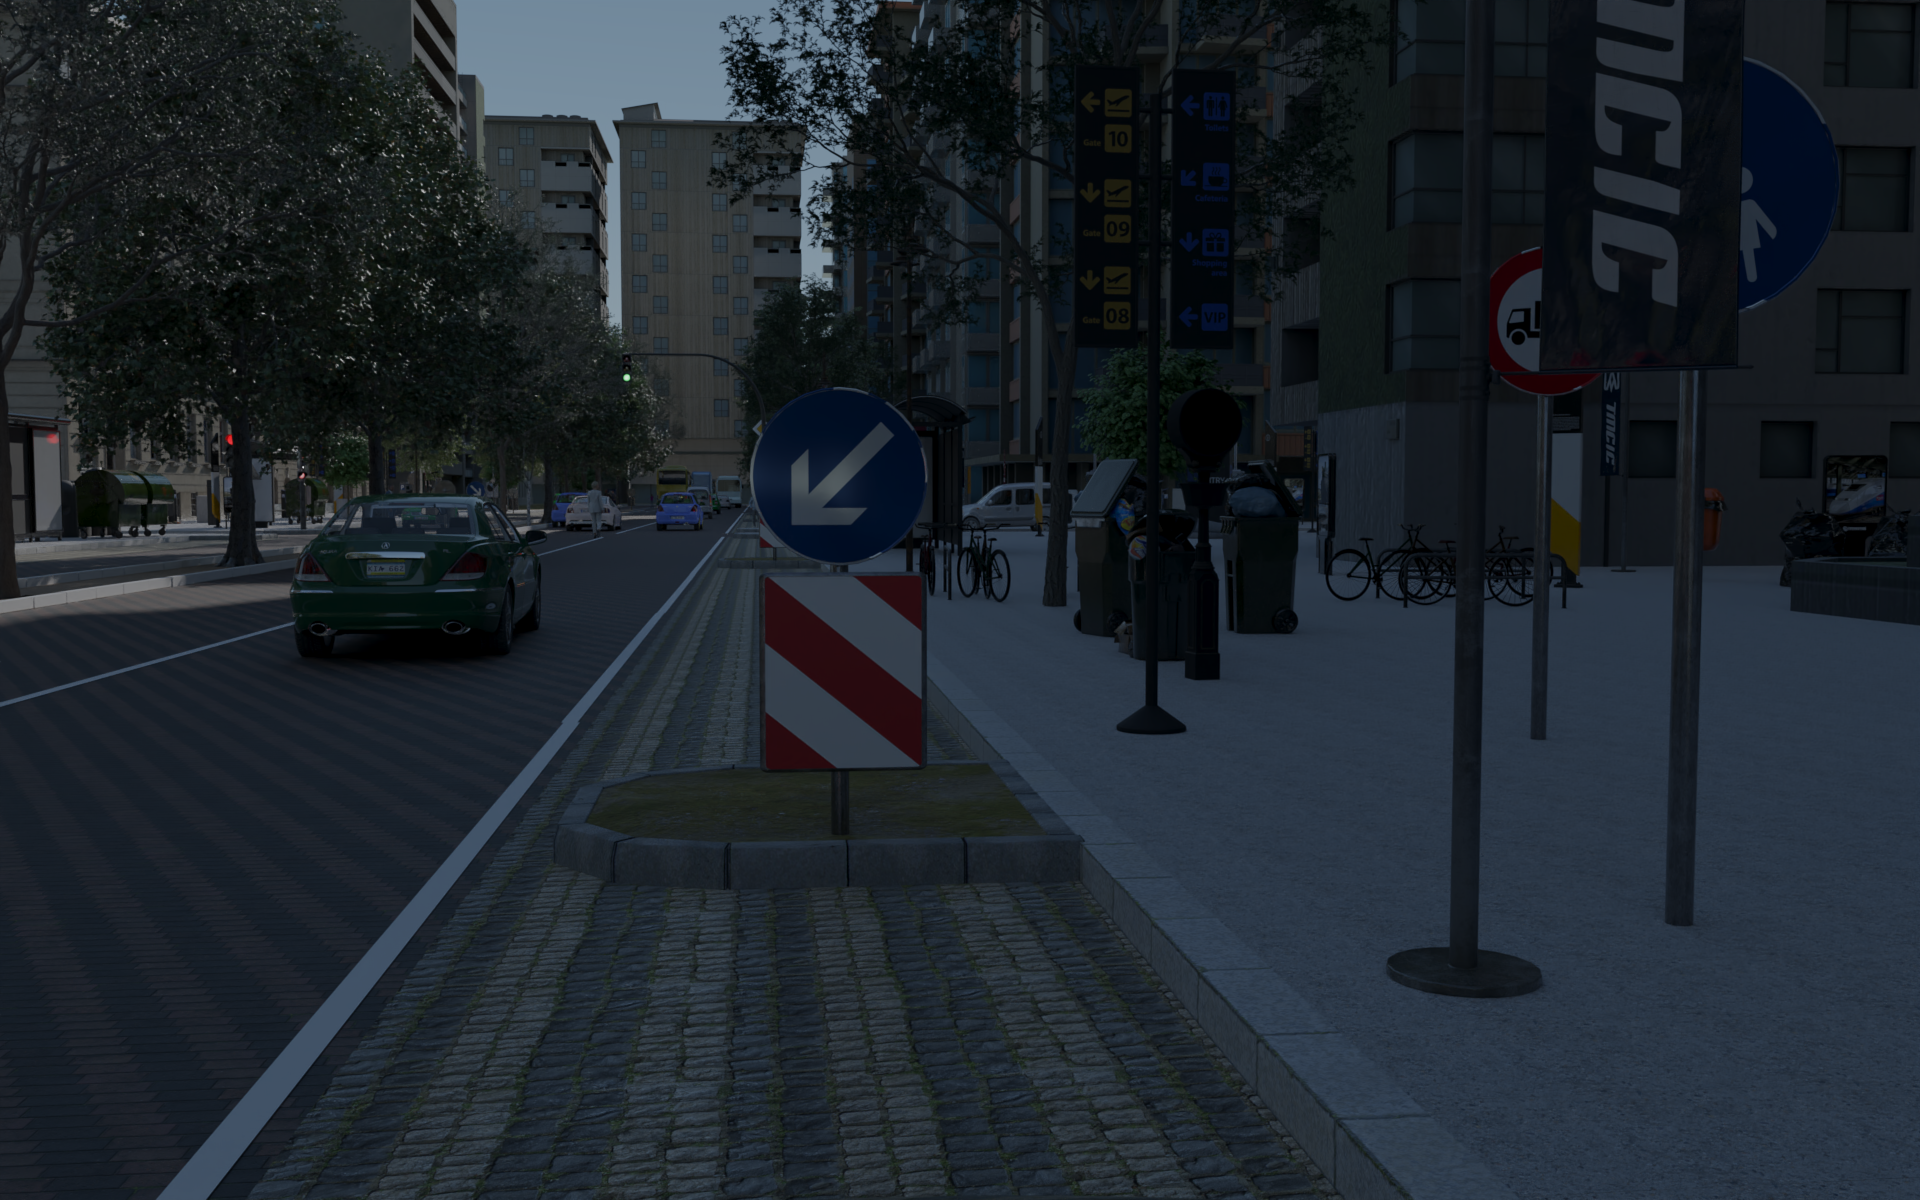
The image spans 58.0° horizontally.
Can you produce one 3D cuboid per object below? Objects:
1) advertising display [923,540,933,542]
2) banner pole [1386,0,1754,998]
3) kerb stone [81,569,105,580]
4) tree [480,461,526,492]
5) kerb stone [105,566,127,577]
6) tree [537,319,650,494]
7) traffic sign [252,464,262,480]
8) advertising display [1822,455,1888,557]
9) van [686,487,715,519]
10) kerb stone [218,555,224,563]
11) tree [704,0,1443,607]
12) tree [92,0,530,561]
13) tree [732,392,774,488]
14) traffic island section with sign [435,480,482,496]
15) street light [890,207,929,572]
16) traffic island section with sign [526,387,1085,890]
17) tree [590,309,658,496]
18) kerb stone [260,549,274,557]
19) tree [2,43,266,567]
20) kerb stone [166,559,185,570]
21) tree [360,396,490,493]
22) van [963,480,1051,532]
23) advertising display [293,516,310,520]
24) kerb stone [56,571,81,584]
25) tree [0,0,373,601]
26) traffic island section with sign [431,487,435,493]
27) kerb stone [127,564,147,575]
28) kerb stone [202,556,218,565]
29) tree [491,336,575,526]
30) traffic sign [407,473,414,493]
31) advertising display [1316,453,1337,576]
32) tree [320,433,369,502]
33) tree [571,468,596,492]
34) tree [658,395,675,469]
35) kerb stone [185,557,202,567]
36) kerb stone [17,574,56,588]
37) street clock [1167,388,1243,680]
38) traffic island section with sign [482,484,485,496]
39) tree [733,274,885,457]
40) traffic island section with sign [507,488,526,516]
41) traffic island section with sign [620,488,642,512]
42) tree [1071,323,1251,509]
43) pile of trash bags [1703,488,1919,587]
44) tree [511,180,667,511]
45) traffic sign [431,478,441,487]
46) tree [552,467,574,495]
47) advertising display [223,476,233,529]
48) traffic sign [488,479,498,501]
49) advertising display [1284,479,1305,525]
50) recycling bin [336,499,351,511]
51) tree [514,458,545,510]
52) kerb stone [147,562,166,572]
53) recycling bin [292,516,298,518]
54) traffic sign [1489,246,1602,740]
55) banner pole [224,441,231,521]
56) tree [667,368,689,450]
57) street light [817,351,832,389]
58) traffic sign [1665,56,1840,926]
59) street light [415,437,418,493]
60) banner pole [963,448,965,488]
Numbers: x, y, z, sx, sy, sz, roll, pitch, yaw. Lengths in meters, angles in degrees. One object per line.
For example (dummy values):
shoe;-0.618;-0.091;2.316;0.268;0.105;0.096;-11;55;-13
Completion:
advertising display;-0.866;-2.493;45.979;0.123;1.923;0.974;-2;4;-33
banner pole;1.546;-0.879;4.389;0.863;3.779;0.401;2;4;25
kerb stone;-14.587;-0.412;28.938;0.120;0.150;1.000;0;4;-7
tree;-33.944;-8.849;128.397;4.285;4.588;4.351;0;3;0
kerb stone;-14.705;-0.472;29.954;0.120;0.150;1.000;0;4;-7
tree;-21.997;-10.595;101.447;9.928;11.665;9.643;0;3;0
traffic sign;-26.543;-3.957;64.706;0.884;2.594;0.081;0;4;-6
advertising display;14.759;-1.430;28.598;0.974;1.923;0.123;0;4;8
van;-15.346;-5.779;101.499;2.013;2.044;4.112;-1;4;-9
kerb stone;-15.418;-0.845;36.077;0.120;0.150;1.000;0;4;-7
tree;1.013;-5.185;19.188;8.767;10.594;7.601;1;4;8
tree;-14.906;-7.617;43.998;9.611;12.733;9.660;0;3;0
tree;-20.906;-17.620;205.099;9.611;12.733;9.660;0;3;0
traffic island section with sign;-16.620;-2.899;55.539;2.006;1.907;1.989;0;4;-7
street light;-0.763;-3.257;26.037;0.468;5.910;1.993;0;4;-7
traffic island section with sign;-0.636;0.088;7.196;1.989;1.847;2.006;0;4;-7
tree;-19.975;-10.055;83.857;9.611;12.733;9.660;0;3;0
kerb stone;-15.771;-1.036;39.134;0.120;0.150;1.000;0;4;-7
tree;-14.158;-7.001;33.936;9.611;12.733;9.660;0;3;0
kerb stone;-15.056;-0.656;33.013;0.120;0.150;1.000;0;4;-7
tree;-31.393;-11.108;99.749;7.486;12.596;7.792;0;3;0
van;1.591;-3.370;62.108;4.112;2.044;2.013;0;4;-6
advertising display;-32.551;-4.915;85.577;0.974;1.923;0.123;1;4;14
kerb stone;-14.476;-0.350;27.922;0.120;0.150;1.000;0;4;-7
tree;-12.974;-6.744;23.086;12.009;13.543;11.850;0;3;0
traffic island section with sign;-26.238;-4.793;86.998;1.989;1.847;2.006;0;4;-7
kerb stone;-14.820;-0.535;30.977;0.120;0.150;1.000;0;4;-7
kerb stone;-15.294;-0.786;35.051;0.120;0.150;1.000;0;4;-7
tree;-19.167;-7.583;76.808;4.360;8.622;3.978;0;3;0
traffic sign;-32.853;-6.367;104.201;0.768;2.556;0.104;0;4;-4
advertising display;5.845;-1.373;27.659;0.123;1.923;0.974;0;4;1
tree;-28.811;-5.963;81.209;4.285;4.588;4.351;0;3;0
tree;-39.675;-12.153;182.411;4.285;4.588;4.351;0;3;0
tree;-23.280;-11.726;111.183;9.611;12.733;9.660;0;3;0
kerb stone;-15.175;-0.724;34.036;0.120;0.150;1.000;0;4;-7
kerb stone;-14.350;-0.284;26.908;0.120;0.150;1.000;0;4;-7
street clock;1.683;-0.453;11.971;0.471;2.002;0.358;-1;4;-16
traffic island section with sign;-17.465;-3.349;62.898;2.006;1.907;1.989;0;4;-7
tree;-8.298;-11.834;100.133;9.857;13.997;8.962;0;3;0
traffic island section with sign;-29.345;-6.431;113.778;1.989;1.847;2.006;0;4;-7
traffic island section with sign;-26.144;-7.914;137.536;2.006;1.907;1.989;0;4;-7
tree;3.853;-3.032;33.294;4.285;4.588;4.351;0;3;0
pile of trash bags;11.924;-0.900;24.465;3.447;1.369;1.912;3;5;42
tree;-17.897;-9.461;67.511;12.009;13.543;11.850;0;3;0
traffic sign;-32.800;-6.507;108.511;0.606;2.300;0.079;0;4;-3
tree;-36.758;-12.671;157.537;4.737;8.622;4.395;0;3;0
advertising display;-26.548;-3.572;63.620;0.974;1.923;0.123;0;4;-1
traffic sign;-32.596;-7.333;121.075;0.795;2.450;0.064;0;4;1
advertising display;14.014;-4.125;72.650;0.974;1.923;0.123;3;5;45
recycling bin;-32.172;-4.777;90.652;0.722;1.027;0.722;0;4;-2
tree;-34.734;-13.373;136.775;7.486;12.596;7.792;0;3;0
kerb stone;-14.945;-0.594;31.992;0.120;0.150;1.000;0;4;-7
recycling bin;-36.173;-4.990;94.147;0.722;1.027;0.722;3;4;36
traffic sign;3.029;-0.544;8.993;0.768;2.556;0.104;0;3;0
banner pole;-34.773;-5.656;82.489;0.401;3.779;0.863;0;4;7
tree;-24.351;-12.855;123.013;12.009;13.543;11.850;0;3;0
street light;-4.397;-5.100;56.174;0.468;5.910;1.993;0;4;-7
traffic sign;2.151;-0.305;5.101;0.768;2.556;0.104;0;4;2
street light;-29.333;-7.379;93.435;0.468;5.910;1.993;0;4;-7
banner pole;-0.048;-5.649;82.372;0.401;3.779;0.863;3;5;40
